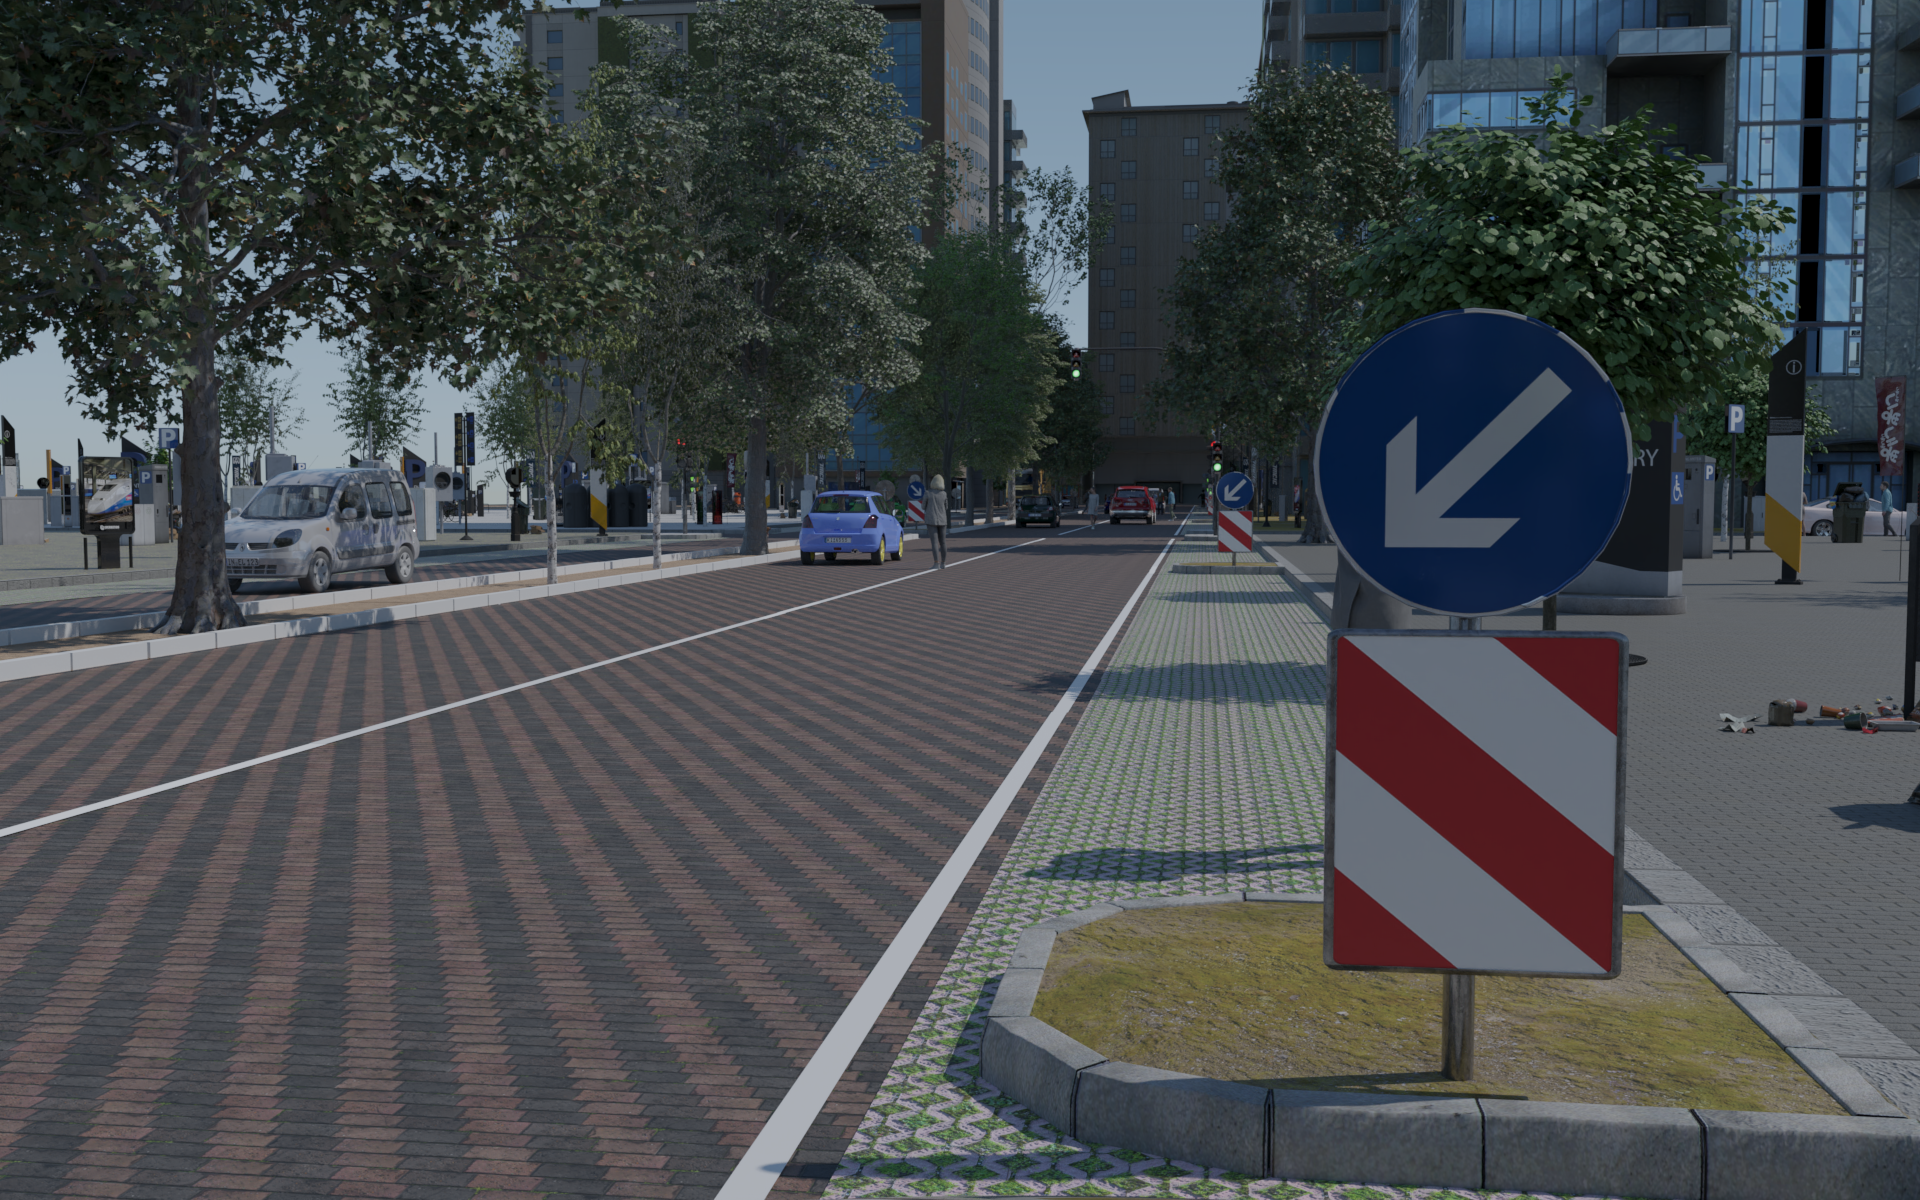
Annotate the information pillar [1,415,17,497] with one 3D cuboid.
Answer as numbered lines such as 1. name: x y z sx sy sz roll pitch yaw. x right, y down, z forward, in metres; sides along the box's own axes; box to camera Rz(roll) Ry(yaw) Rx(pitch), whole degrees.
1. information pillar: -28.277 -3.679 51.513 0.183 3.616 0.504 1 4 10

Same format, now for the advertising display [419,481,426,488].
1. advertising display: -26.566 -4.978 86.611 0.974 1.923 0.123 0 4 2

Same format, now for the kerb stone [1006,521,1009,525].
1. kerb stone: 2.015 -3.537 80.028 0.120 0.150 1.000 0 4 8

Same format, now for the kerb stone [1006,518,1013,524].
1. kerb stone: 2.302 -3.661 82.058 0.120 0.150 1.000 0 4 8

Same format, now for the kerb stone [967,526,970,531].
1. kerb stone: 0.160 -2.730 66.828 0.120 0.150 1.000 0 4 8

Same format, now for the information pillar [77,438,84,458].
1. information pillar: -36.971 -4.987 72.888 0.183 3.616 0.504 -1 4 -10

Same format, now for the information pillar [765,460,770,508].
1. information pillar: -11.582 -6.835 103.111 0.504 3.616 0.183 0 4 -5

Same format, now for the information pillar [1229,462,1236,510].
1. information pillar: 19.237 -8.003 122.205 0.504 3.616 0.183 0 4 7

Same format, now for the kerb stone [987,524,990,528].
1. kerb stone: 1.029 -3.103 72.934 0.120 0.150 1.000 0 4 8

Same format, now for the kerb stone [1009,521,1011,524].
1. kerb stone: 2.161 -3.595 81.044 0.120 0.150 1.000 0 4 8

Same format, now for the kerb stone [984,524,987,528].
1. kerb stone: 0.875 -3.035 71.917 0.120 0.150 1.000 0 4 8

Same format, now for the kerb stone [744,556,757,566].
1. kerb stone: -4.312 -0.773 34.831 0.120 0.150 1.000 0 4 8

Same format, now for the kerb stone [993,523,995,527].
1. kerb stone: 1.304 -3.227 74.963 0.120 0.150 1.000 0 4 8

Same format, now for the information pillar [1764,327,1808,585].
1. information pillar: 11.715 -2.031 24.554 0.504 3.616 0.183 3 4 36

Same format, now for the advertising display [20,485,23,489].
1. advertising display: -68.756 -7.420 126.528 0.123 1.923 0.974 0 4 5

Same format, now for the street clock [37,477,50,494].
1. street clock: -39.298 -4.264 74.283 0.471 2.002 0.358 -2 4 -35

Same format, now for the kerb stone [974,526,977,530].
1. kerb stone: 0.453 -2.854 68.864 0.120 0.150 1.000 0 4 8

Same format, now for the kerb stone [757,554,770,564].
1. kerb stone: -4.170 -0.828 35.844 0.120 0.150 1.000 0 4 8

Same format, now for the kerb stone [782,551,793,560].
1. kerb stone: -3.887 -0.955 37.871 0.120 0.150 1.000 0 4 8

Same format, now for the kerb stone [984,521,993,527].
1. kerb stone: 1.161 -3.165 73.948 0.120 0.150 1.000 0 4 8

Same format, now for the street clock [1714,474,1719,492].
1. street clock: 18.749 -2.380 43.477 0.471 2.002 0.358 -1 4 -9

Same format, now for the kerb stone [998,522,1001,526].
1. kerb stone: 1.592 -3.351 76.991 0.120 0.150 1.000 0 4 8

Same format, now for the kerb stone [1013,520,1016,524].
1. kerb stone: 2.444 -3.723 83.071 0.120 0.150 1.000 0 4 8

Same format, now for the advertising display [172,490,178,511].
1. advertising display: -50.131 -6.446 110.608 0.123 1.923 0.974 0 4 -6

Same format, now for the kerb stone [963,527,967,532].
1. kerb stone: 0.032 -2.665 65.811 0.120 0.150 1.000 0 4 8

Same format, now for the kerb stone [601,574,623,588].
1. kerb stone: -5.454 -0.276 26.707 0.120 0.150 1.000 0 4 8

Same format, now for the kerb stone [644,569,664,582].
1. kerb stone: -5.171 -0.397 28.732 0.120 0.150 1.000 0 4 8

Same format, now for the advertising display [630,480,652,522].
1. advertising display: -14.698 -4.558 79.735 0.974 1.923 0.123 0 4 -8

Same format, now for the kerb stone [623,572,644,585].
1. kerb stone: -5.311 -0.338 27.719 0.120 0.150 1.000 0 4 8

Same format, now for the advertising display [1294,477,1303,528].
1. advertising display: 12.770 -3.682 65.419 0.123 1.923 0.974 0 4 -2

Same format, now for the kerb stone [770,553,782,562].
1. kerb stone: -4.025 -0.897 36.858 0.120 0.150 1.000 0 4 8

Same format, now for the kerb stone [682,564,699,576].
1. kerb stone: -4.884 -0.524 30.767 0.120 0.150 1.000 0 4 8

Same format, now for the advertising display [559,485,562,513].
1. advertising display: -26.474 -6.806 116.484 0.974 1.923 0.123 0 4 -5

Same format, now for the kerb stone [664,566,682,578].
1. kerb stone: -5.027 -0.462 29.750 0.120 0.150 1.000 0 4 8

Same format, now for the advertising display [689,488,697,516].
1. advertising display: -15.935 -5.999 103.304 0.123 1.923 0.974 -2 4 -29

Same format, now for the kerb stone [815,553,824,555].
1. kerb stone: -3.321 -1.202 41.920 0.120 0.150 1.000 0 4 8

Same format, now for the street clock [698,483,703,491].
1. street clock: -17.347 -6.797 115.701 0.358 2.002 0.471 -2 4 -28

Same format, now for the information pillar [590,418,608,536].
1. information pillar: -11.055 -3.771 53.011 0.504 3.616 0.183 -1 4 -16

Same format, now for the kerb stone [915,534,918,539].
1. kerb stone: -1.469 -2.013 55.110 0.120 0.150 1.000 0 4 8

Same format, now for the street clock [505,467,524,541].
1. street clock: -12.114 -2.604 47.141 0.358 2.002 0.471 3 4 37

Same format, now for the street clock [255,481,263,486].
1. street clock: -40.275 -5.810 99.570 0.358 2.002 0.471 1 4 9

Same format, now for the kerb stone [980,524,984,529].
1. kerb stone: 0.738 -2.970 70.903 0.120 0.150 1.000 0 4 8

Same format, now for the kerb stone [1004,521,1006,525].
1. kerb stone: 1.865 -3.475 79.017 0.120 0.150 1.000 0 4 8

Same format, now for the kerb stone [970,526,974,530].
1. kerb stone: 0.308 -2.792 67.853 0.120 0.150 1.000 0 4 8

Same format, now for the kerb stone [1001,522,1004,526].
1. kerb stone: 1.731 -3.413 78.004 0.120 0.150 1.000 0 4 8

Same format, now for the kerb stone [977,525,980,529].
1. kerb stone: 0.592 -2.916 69.877 0.120 0.150 1.000 0 4 8

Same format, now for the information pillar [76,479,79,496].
1. information pillar: -41.737 -4.753 82.203 0.304 2.012 0.304 -3 4 -36

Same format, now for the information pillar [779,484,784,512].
1. information pillar: -12.754 -7.297 123.802 0.304 2.012 0.304 -1 4 -20

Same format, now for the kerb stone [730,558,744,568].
1. kerb stone: -4.454 -0.711 33.819 0.120 0.150 1.000 0 4 8

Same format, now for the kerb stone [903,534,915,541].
1. kerb stone: -1.620 -1.950 54.099 0.120 0.150 1.000 0 4 8

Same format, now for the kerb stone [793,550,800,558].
1. kerb stone: -3.750 -1.018 38.883 0.120 0.150 1.000 0 4 8

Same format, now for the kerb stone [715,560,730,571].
1. kerb stone: -4.591 -0.644 32.807 0.120 0.150 1.000 0 4 8

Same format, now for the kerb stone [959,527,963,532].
1. kerb stone: -0.123 -2.605 64.793 0.120 0.150 1.000 0 4 8

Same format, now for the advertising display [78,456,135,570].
1. advertising display: -14.619 -1.498 29.699 0.123 1.923 0.974 2 4 29

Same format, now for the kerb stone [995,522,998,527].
1. kerb stone: 1.447 -3.288 75.975 0.120 0.150 1.000 0 4 8

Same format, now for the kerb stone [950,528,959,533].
1. kerb stone: -0.258 -2.543 63.778 0.120 0.150 1.000 0 4 8

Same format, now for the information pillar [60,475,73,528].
1. information pillar: -34.327 -3.794 66.521 0.304 2.012 0.304 3 5 43

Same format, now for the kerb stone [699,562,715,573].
1. kerb stone: -4.738 -0.586 31.778 0.120 0.150 1.000 0 4 8

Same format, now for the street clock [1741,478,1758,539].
1. street clock: 22.740 -2.770 49.861 0.358 2.002 0.471 -3 5 -43
